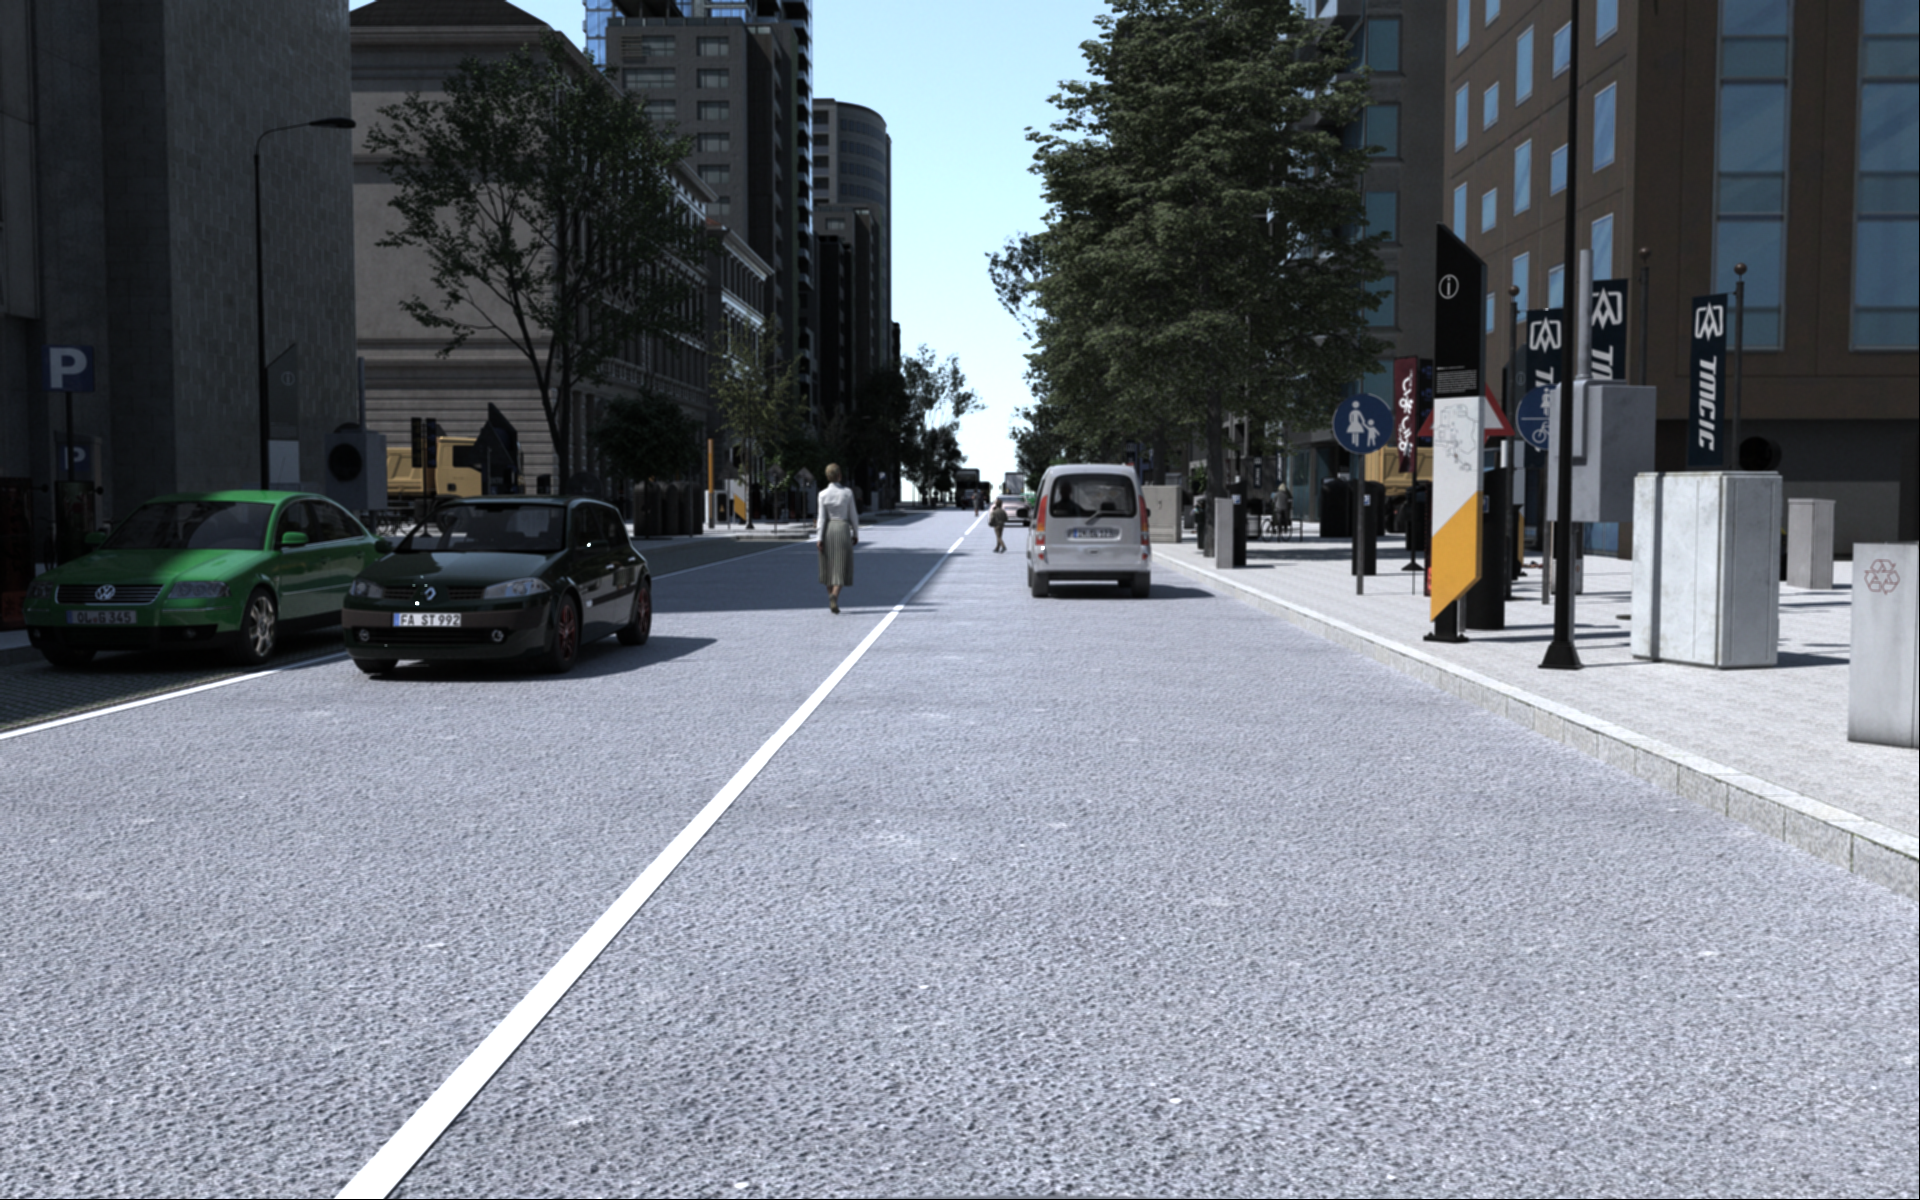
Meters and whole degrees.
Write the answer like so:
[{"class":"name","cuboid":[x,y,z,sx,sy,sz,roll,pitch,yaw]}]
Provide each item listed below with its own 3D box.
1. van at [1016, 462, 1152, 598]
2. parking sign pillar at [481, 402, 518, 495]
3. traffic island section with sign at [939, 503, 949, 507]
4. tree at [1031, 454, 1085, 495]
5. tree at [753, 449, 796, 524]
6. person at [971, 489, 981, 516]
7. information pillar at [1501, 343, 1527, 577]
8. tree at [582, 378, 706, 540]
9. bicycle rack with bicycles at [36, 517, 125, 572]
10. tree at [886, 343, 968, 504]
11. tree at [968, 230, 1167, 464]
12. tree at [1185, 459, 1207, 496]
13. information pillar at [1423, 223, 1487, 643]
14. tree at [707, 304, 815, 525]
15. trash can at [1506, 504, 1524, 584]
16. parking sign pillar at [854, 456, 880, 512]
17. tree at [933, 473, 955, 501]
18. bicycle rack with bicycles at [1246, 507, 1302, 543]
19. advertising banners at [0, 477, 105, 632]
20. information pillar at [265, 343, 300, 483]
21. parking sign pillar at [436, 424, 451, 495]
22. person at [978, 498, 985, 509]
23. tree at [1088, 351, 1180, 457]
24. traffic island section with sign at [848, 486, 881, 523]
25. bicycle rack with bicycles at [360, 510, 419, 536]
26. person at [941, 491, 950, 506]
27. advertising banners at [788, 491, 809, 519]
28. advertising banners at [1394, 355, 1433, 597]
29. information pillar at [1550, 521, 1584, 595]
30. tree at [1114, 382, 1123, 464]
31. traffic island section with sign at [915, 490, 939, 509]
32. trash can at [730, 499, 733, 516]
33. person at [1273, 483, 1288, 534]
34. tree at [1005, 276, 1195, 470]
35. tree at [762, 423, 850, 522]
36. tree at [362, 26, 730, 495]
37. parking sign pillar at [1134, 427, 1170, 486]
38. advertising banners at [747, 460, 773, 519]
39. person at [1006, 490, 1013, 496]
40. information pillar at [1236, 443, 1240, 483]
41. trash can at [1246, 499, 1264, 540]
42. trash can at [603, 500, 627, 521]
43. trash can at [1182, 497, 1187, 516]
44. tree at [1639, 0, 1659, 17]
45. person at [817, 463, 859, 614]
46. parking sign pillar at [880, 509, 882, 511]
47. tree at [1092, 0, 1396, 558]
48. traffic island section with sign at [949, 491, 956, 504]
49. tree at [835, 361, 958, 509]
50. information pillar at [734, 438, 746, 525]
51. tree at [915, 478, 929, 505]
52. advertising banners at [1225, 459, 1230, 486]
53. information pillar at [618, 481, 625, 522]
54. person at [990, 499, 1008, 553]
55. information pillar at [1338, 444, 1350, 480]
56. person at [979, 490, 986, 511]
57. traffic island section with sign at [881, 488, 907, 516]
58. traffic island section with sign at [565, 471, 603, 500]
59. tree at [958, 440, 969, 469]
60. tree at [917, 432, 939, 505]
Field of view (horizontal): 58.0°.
[{"class":"van","cuboid":[1.837,-1.123,25.366,2.013,2.044,4.112,0,4,1]},{"class":"parking sign pillar","cuboid":[-13.436,-3.795,50.526,1.447,3.967,1.447,3,5,43]},{"class":"traffic island section with sign","cuboid":[-2.559,-11.101,190.121,1.989,1.847,2.006,0,4,1]},{"class":"tree","cuboid":[7.961,-8.816,127.858,4.285,4.588,4.351,0,3,0]},{"class":"tree","cuboid":[-7.747,-4.853,73.950,1.663,3.219,1.824,0,3,0]},{"class":"person","cuboid":[1.042,-6.292,111.738,0.716,1.782,0.532,-3,5,-40]},{"class":"information pillar","cuboid":[8.579,-2.170,26.827,0.504,3.616,0.183,-2,4,-32]},{"class":"tree","cuboid":[-8.914,-3.992,48.980,4.285,4.588,4.351,0,3,0]},{"class":"bicycle rack with bicycles","cuboid":[-13.045,-0.847,27.235,2.852,0.926,2.925,-2,4,-32]},{"class":"tree","cuboid":[-3.657,-21.940,214.605,12.611,20.169,13.585,0,3,0]},{"class":"tree","cuboid":[8.203,-15.557,110.251,12.611,20.169,13.585,0,3,0]},{"class":"tree","cuboid":[13.288,-6.220,96.299,1.663,3.219,1.824,0,3,0]},{"class":"information pillar","cuboid":[4.273,-1.439,14.883,0.183,3.616,0.504,-3,4,-36]},{"class":"tree","cuboid":[-8.186,-7.219,68.393,4.737,8.622,4.395,0,3,0]},{"class":"trash can","cuboid":[7.628,-0.795,24.647,0.748,1.137,0.748,0,3,0]},{"class":"parking sign pillar","cuboid":[-6.874,-8.193,122.431,1.447,3.967,1.447,3,5,42]},{"class":"tree","cuboid":[-2.357,-18.721,289.806,4.285,4.588,4.351,0,3,0]},{"class":"bicycle rack with bicycles","cuboid":[7.866,-2.034,46.631,2.852,0.926,2.925,2,4,31]},{"class":"advertising banners","cuboid":[-8.872,-1.225,16.212,0.090,3.025,2.074,1,4,19]},{"class":"information pillar","cuboid":[-10.467,-2.169,26.822,0.183,3.616,0.504,3,5,44]},{"class":"parking sign pillar","cuboid":[-19.648,-4.725,65.718,1.447,3.967,1.447,-3,5,-42]},{"class":"person","cuboid":[2.003,-9.553,165.635,0.756,1.711,0.436,1,4,20]},{"class":"tree","cuboid":[7.484,-7.576,74.222,4.360,8.622,3.978,0,3,0]},{"class":"traffic island section with sign","cuboid":[-5.135,-4.735,86.042,1.989,1.847,2.006,0,4,1]},{"class":"bicycle rack with bicycles","cuboid":[-18.178,-2.441,53.292,2.925,0.926,2.852,-1,4,-19]},{"class":"person","cuboid":[-1.849,-12.448,212.112,1.350,1.814,0.705,2,4,31]},{"class":"advertising banners","cuboid":[-8.532,-5.634,88.310,0.090,3.025,2.074,3,5,44]},{"class":"advertising banners","cuboid":[5.928,-1.542,21.407,0.090,3.025,2.074,-1,4,-19]},{"class":"information pillar","cuboid":[7.722,-1.071,21.998,0.304,2.012,0.304,3,5,45]},{"class":"tree","cuboid":[9.565,-8.879,95.530,4.737,8.622,4.395,0,3,0]},{"class":"traffic island section with sign","cuboid":[-3.236,-9.430,162.804,1.989,1.847,2.006,0,4,1]},{"class":"trash can","cuboid":[-13.334,-5.454,100.833,0.748,1.137,0.748,0,3,0]},{"class":"person","cuboid":[10.926,-3.085,59.115,0.537,1.800,0.526,0,4,-3]},{"class":"tree","cuboid":[7.273,-10.415,87.300,9.611,12.733,9.660,0,3,0]},{"class":"tree","cuboid":[-7.561,-5.875,79.771,4.285,4.588,4.351,0,3,0]},{"class":"tree","cuboid":[-9.398,-6.998,40.169,9.928,11.665,9.643,0,3,0]},{"class":"parking sign pillar","cuboid":[7.338,-4.763,66.340,1.447,3.967,1.447,2,4,26]},{"class":"advertising banners","cuboid":[-10.308,-5.613,87.955,2.074,3.025,0.090,1,4,22]},{"class":"person","cuboid":[4.492,-9.003,155.704,1.348,1.823,0.705,-2,4,-27]},{"class":"information pillar","cuboid":[12.689,-5.370,79.150,0.183,3.616,0.504,0,4,-5]},{"class":"trash can","cuboid":[8.222,-2.288,49.060,0.748,1.137,0.748,0,3,0]},{"class":"trash can","cuboid":[-8.394,-1.839,41.728,0.748,1.137,0.748,0,3,0]},{"class":"trash can","cuboid":[12.884,-5.442,100.623,0.748,1.137,0.748,0,3,0]},{"class":"tree","cuboid":[5.007,-4.345,5.457,8.767,10.594,7.601,-2,4,-31]},{"class":"person","cuboid":[-1.486,-0.733,20.705,0.478,1.798,0.641,1,4,11]},{"class":"parking sign pillar","cuboid":[-6.497,-8.547,128.210,1.447,3.967,1.447,0,4,-7]},{"class":"tree","cuboid":[4.754,-7.148,35.002,7.486,12.596,7.792,0,3,0]},{"class":"traffic island section with sign","cuboid":[-1.205,-14.462,245.074,1.989,1.847,2.006,0,4,1]},{"class":"tree","cuboid":[-6.615,-14.215,149.421,9.611,12.733,9.660,0,3,0]},{"class":"information pillar","cuboid":[-9.194,-4.955,72.374,0.504,3.616,0.183,0,4,-6]},{"class":"tree","cuboid":[-4.447,-13.002,207.180,1.663,3.219,1.824,0,3,0]},{"class":"advertising banners","cuboid":[13.669,-5.505,86.201,0.090,3.025,2.074,3,4,36]},{"class":"information pillar","cuboid":[-15.512,-4.582,79.409,0.304,2.012,0.304,0,4,-6]},{"class":"person","cuboid":[0.937,-1.796,42.135,0.475,1.303,0.640,-3,4,-36]},{"class":"information pillar","cuboid":[15.131,-4.702,68.224,0.504,3.616,0.183,-1,4,-19]},{"class":"person","cuboid":[1.990,-8.582,149.266,0.568,1.767,0.683,1,4,15]},{"class":"traffic island section with sign","cuboid":[-4.472,-6.383,112.989,1.989,1.847,2.006,0,4,1]},{"class":"traffic island section with sign","cuboid":[-6.522,-1.290,29.724,1.989,1.847,2.006,0,4,1]},{"class":"tree","cuboid":[-3.036,-22.296,281.554,9.611,12.733,9.660,0,3,0]},{"class":"tree","cuboid":[-4.520,-14.999,195.598,4.737,8.622,4.395,0,3,0]}]
